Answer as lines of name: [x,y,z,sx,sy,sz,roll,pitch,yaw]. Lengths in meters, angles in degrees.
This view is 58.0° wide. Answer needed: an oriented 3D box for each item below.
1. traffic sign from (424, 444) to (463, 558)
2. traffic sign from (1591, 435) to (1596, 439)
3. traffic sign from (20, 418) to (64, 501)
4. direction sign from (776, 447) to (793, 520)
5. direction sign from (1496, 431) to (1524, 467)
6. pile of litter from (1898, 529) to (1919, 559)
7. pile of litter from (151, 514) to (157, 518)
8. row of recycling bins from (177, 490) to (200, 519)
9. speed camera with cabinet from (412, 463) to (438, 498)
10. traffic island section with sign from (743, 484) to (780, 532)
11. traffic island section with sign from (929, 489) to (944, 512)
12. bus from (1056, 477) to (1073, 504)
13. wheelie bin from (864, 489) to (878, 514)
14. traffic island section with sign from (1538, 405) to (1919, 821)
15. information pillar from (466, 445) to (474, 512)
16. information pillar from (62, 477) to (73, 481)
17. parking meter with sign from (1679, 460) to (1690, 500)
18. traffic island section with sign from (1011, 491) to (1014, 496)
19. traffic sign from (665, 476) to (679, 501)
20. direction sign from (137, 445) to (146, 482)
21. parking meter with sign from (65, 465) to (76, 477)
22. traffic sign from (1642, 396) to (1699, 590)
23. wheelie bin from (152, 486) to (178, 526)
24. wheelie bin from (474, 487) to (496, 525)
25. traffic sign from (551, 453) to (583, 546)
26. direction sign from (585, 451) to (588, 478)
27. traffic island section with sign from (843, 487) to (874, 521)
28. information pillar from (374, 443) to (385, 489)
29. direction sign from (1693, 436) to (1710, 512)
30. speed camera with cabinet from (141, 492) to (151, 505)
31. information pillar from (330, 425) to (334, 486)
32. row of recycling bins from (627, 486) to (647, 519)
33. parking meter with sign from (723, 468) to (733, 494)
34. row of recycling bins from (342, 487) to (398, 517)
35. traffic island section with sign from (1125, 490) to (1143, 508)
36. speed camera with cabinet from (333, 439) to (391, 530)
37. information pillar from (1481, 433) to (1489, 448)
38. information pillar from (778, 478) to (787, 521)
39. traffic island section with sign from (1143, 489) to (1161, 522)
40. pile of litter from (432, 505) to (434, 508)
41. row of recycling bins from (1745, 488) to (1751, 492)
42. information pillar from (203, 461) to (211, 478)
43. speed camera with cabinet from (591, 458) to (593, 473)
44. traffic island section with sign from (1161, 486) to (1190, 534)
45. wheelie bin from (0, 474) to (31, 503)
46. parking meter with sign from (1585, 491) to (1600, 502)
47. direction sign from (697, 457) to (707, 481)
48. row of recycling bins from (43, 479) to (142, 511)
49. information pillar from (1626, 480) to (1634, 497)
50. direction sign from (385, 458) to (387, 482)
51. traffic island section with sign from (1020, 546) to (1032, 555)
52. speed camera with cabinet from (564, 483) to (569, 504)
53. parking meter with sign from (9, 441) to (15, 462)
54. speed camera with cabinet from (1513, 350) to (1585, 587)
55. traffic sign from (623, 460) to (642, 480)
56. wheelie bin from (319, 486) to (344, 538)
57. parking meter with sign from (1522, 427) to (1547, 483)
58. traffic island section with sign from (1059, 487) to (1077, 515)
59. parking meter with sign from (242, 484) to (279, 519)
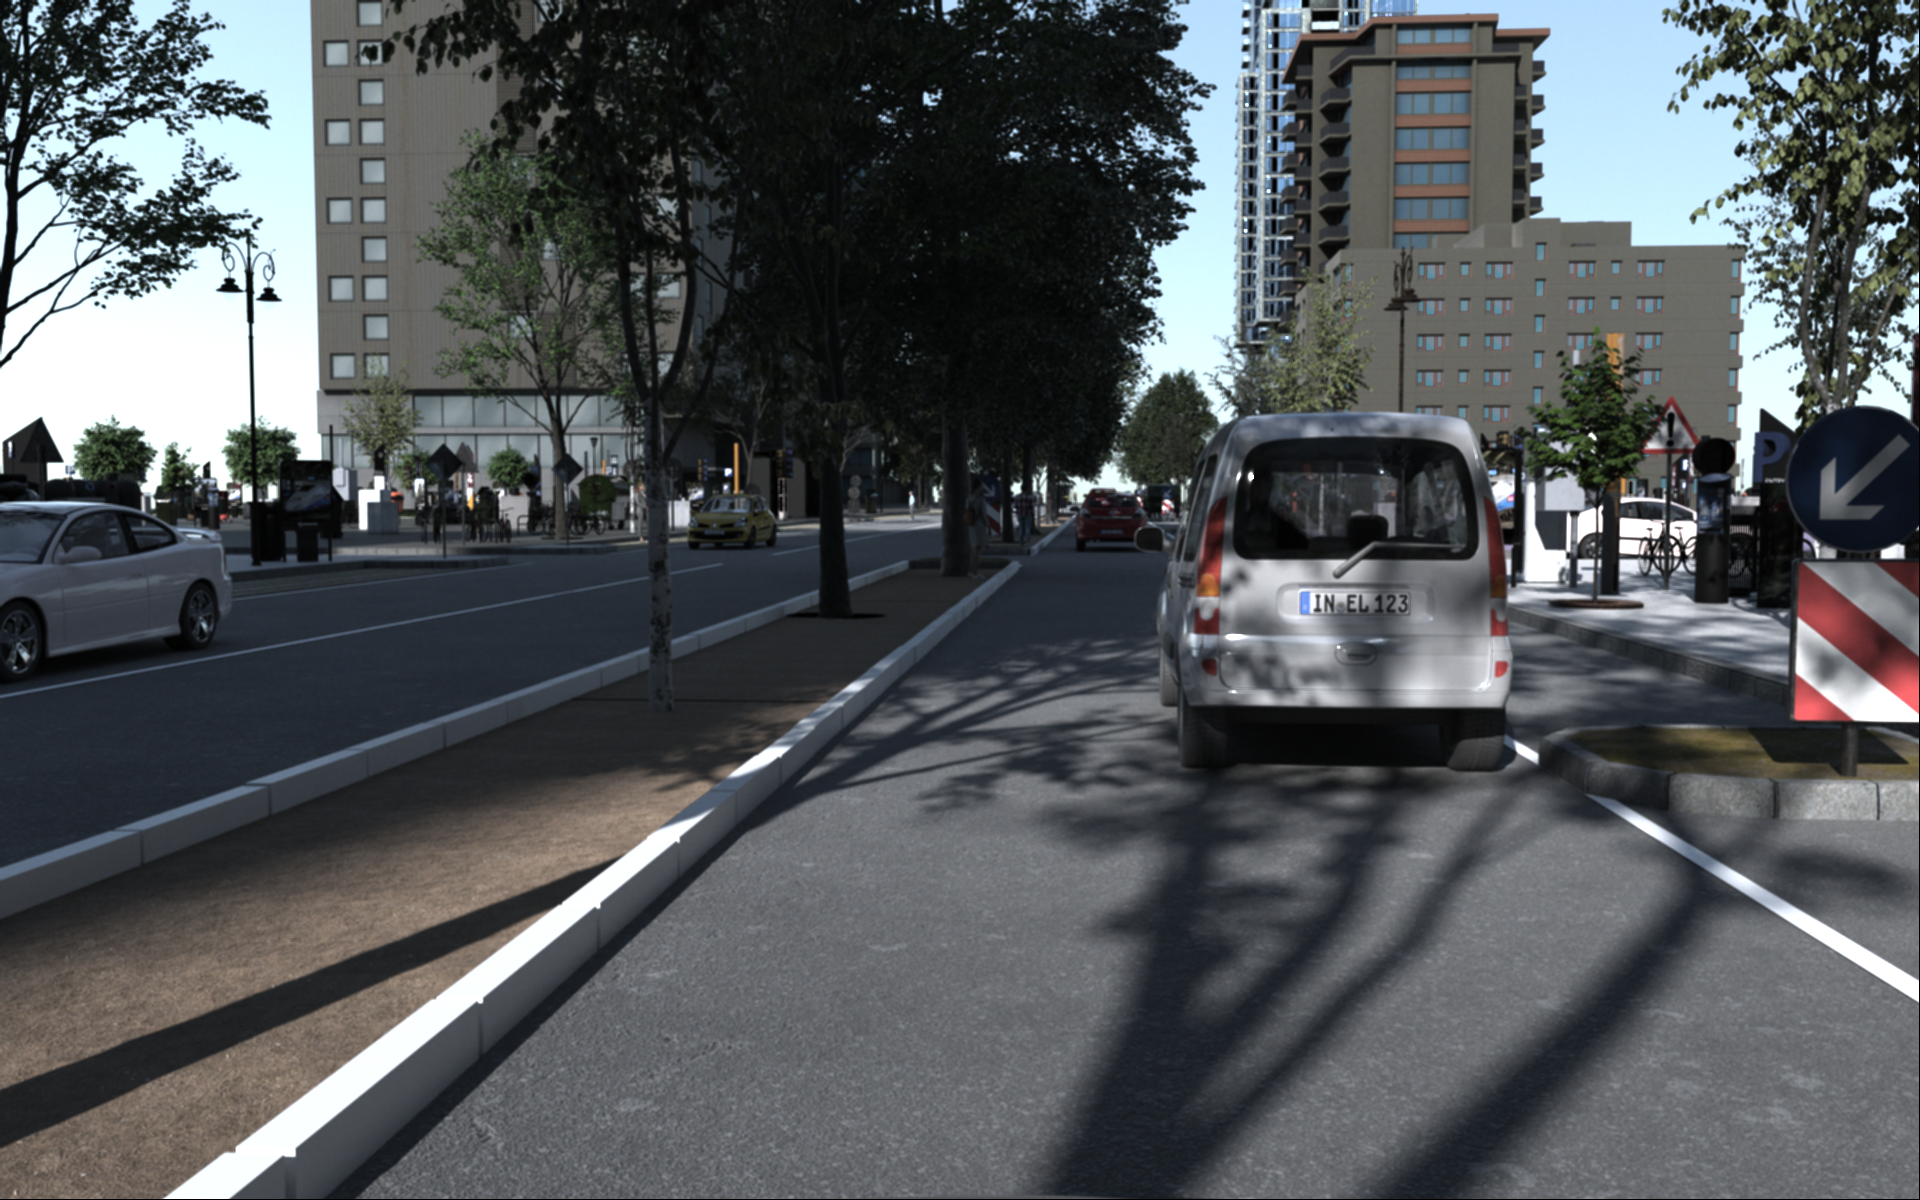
traffic sign: [-10.266,-1.885,34.457,0.795,2.450,0.064,0,4,5]
traffic sign: [9.754,-1.470,26.158,0.606,2.300,0.079,1,4,11]
traffic sign: [-15.640,-1.804,29.497,0.884,2.594,0.081,1,4,14]
direction sign: [-8.552,-5.653,84.418,0.876,3.537,0.379,-2,4,-32]
direction sign: [19.781,-4.296,62.235,0.876,3.537,0.379,1,4,12]
pile of litter: [11.909,-0.463,21.529,1.719,0.858,1.176,3,5,41]
pile of litter: [-46.996,-5.231,99.497,1.176,0.858,1.719,3,4,38]
row of recycling bins: [-41.329,-5.203,92.177,1.069,1.692,3.534,0,4,-6]
speed camera with cabinet: [-34.640,-7.204,112.121,0.660,3.252,2.038,1,4,19]
traffic island section with sign: [-7.812,-3.429,64.685,1.989,1.847,2.006,0,4,5]
traffic island section with sign: [-1.451,-8.168,142.177,1.989,1.847,2.006,0,4,5]
bus: [14.441,-15.450,244.160,2.896,3.916,12.252,0,4,7]
wheelie bin: [-5.799,-6.418,112.842,0.980,1.594,0.693,1,4,18]
traffic island section with sign: [4.000,0.004,8.557,1.989,1.847,2.006,0,4,5]
information pillar: [-23.435,-5.594,82.823,0.183,3.616,0.504,-3,5,-42]
information pillar: [-38.739,-4.329,75.263,0.304,2.012,0.304,1,4,18]
parking meter with sign: [36.873,-5.616,88.090,0.543,3.016,1.738,1,4,16]
traffic island section with sign: [7.538,-14.845,251.339,1.989,1.847,2.006,0,4,5]
traffic sign: [-11.602,-4.258,69.718,0.768,2.556,0.104,1,4,13]
direction sign: [-35.753,-5.084,75.113,0.876,3.537,0.379,0,4,-2]
parking meter with sign: [-54.317,-6.662,105.179,1.738,3.016,0.543,3,5,42]
traffic sign: [9.423,-1.409,23.037,0.884,2.594,0.081,1,4,9]
wheelie bin: [-29.339,-3.430,63.987,0.980,1.594,0.693,0,4,-4]
wheelie bin: [-20.005,-3.985,73.062,0.693,1.594,0.980,1,4,16]
traffic sign: [-9.612,-2.371,42.415,0.795,2.450,0.064,0,4,5]
direction sign: [-19.916,-6.136,92.321,0.379,3.537,0.876,-1,4,-20]
traffic island section with sign: [-5.605,-5.072,91.550,1.989,1.847,2.006,0,4,5]
information pillar: [-26.618,-5.391,79.499,0.504,3.616,0.183,1,4,10]
direction sign: [28.707,-4.610,67.362,0.379,3.537,0.876,-3,4,-37]
speed camera with cabinet: [-56.814,-7.632,119.113,0.660,3.252,2.038,3,5,43]
information pillar: [-21.241,-4.113,58.604,0.183,3.616,0.504,-1,4,-19]
row of recycling bins: [-17.491,-5.105,90.581,3.534,1.692,1.069,-1,4,-9]
parking meter with sign: [-15.701,-7.349,116.420,0.543,3.016,1.738,0,4,2]
row of recycling bins: [-33.192,-5.497,96.984,3.534,1.692,1.069,-3,5,-42]
traffic island section with sign: [17.048,-9.702,167.249,1.989,1.847,2.006,0,4,5]
speed camera with cabinet: [-21.330,-4.124,61.766,2.038,3.252,0.660,1,4,16]
information pillar: [20.032,-4.578,66.210,0.183,3.616,0.504,-1,4,-14]
information pillar: [-8.315,-4.699,81.319,0.304,2.012,0.304,2,4,26]
traffic island section with sign: [10.765,-5.027,90.826,1.989,1.847,2.006,0,4,5]
pile of litter: [-23.585,-3.923,78.114,1.719,0.858,1.176,0,4,3]
row of recycling bins: [50.011,-6.158,107.794,1.069,1.692,3.534,0,4,-7]
information pillar: [-52.121,-7.865,119.949,0.504,3.616,0.183,-1,4,-10]
speed camera with cabinet: [-19.381,-6.126,94.496,2.038,3.252,0.660,1,4,21]
traffic island section with sign: [8.497,-3.349,63.387,1.989,1.847,2.006,0,4,5]
wheelie bin: [-14.792,-1.163,26.916,0.980,1.594,0.693,-3,5,-45]
parking meter with sign: [27.174,-4.790,74.574,0.543,3.016,1.738,-2,4,-35]
direction sign: [-15.936,-7.047,107.209,0.876,3.537,0.379,3,5,40]
row of recycling bins: [-24.128,-2.506,48.089,1.069,1.692,3.534,1,4,11]
information pillar: [35.873,-5.401,92.801,0.304,2.012,0.304,0,4,3]
direction sign: [-36.021,-7.100,108.078,0.876,3.537,0.379,2,4,34]
traffic island section with sign: [0.697,-2.028,41.288,2.006,1.907,1.989,0,4,5]
speed camera with cabinet: [-23.036,-6.478,100.249,0.660,3.252,2.038,-1,4,-19]
parking meter with sign: [-32.060,-3.711,56.937,1.738,3.016,0.543,-3,4,-38]
speed camera with cabinet: [8.363,-1.852,24.609,0.660,3.252,2.038,0,4,7]
traffic sign: [-12.077,-3.899,63.859,0.768,2.556,0.104,1,4,11]
wheelie bin: [-18.321,-2.595,50.343,0.693,1.594,0.980,-2,4,-33]
parking meter with sign: [14.570,-3.030,45.798,0.543,3.016,1.738,-3,5,-42]
traffic island section with sign: [6.845,-6.608,116.175,2.006,1.907,1.989,0,4,5]
parking meter with sign: [-36.040,-5.686,89.233,1.738,3.016,0.543,-2,4,-26]
